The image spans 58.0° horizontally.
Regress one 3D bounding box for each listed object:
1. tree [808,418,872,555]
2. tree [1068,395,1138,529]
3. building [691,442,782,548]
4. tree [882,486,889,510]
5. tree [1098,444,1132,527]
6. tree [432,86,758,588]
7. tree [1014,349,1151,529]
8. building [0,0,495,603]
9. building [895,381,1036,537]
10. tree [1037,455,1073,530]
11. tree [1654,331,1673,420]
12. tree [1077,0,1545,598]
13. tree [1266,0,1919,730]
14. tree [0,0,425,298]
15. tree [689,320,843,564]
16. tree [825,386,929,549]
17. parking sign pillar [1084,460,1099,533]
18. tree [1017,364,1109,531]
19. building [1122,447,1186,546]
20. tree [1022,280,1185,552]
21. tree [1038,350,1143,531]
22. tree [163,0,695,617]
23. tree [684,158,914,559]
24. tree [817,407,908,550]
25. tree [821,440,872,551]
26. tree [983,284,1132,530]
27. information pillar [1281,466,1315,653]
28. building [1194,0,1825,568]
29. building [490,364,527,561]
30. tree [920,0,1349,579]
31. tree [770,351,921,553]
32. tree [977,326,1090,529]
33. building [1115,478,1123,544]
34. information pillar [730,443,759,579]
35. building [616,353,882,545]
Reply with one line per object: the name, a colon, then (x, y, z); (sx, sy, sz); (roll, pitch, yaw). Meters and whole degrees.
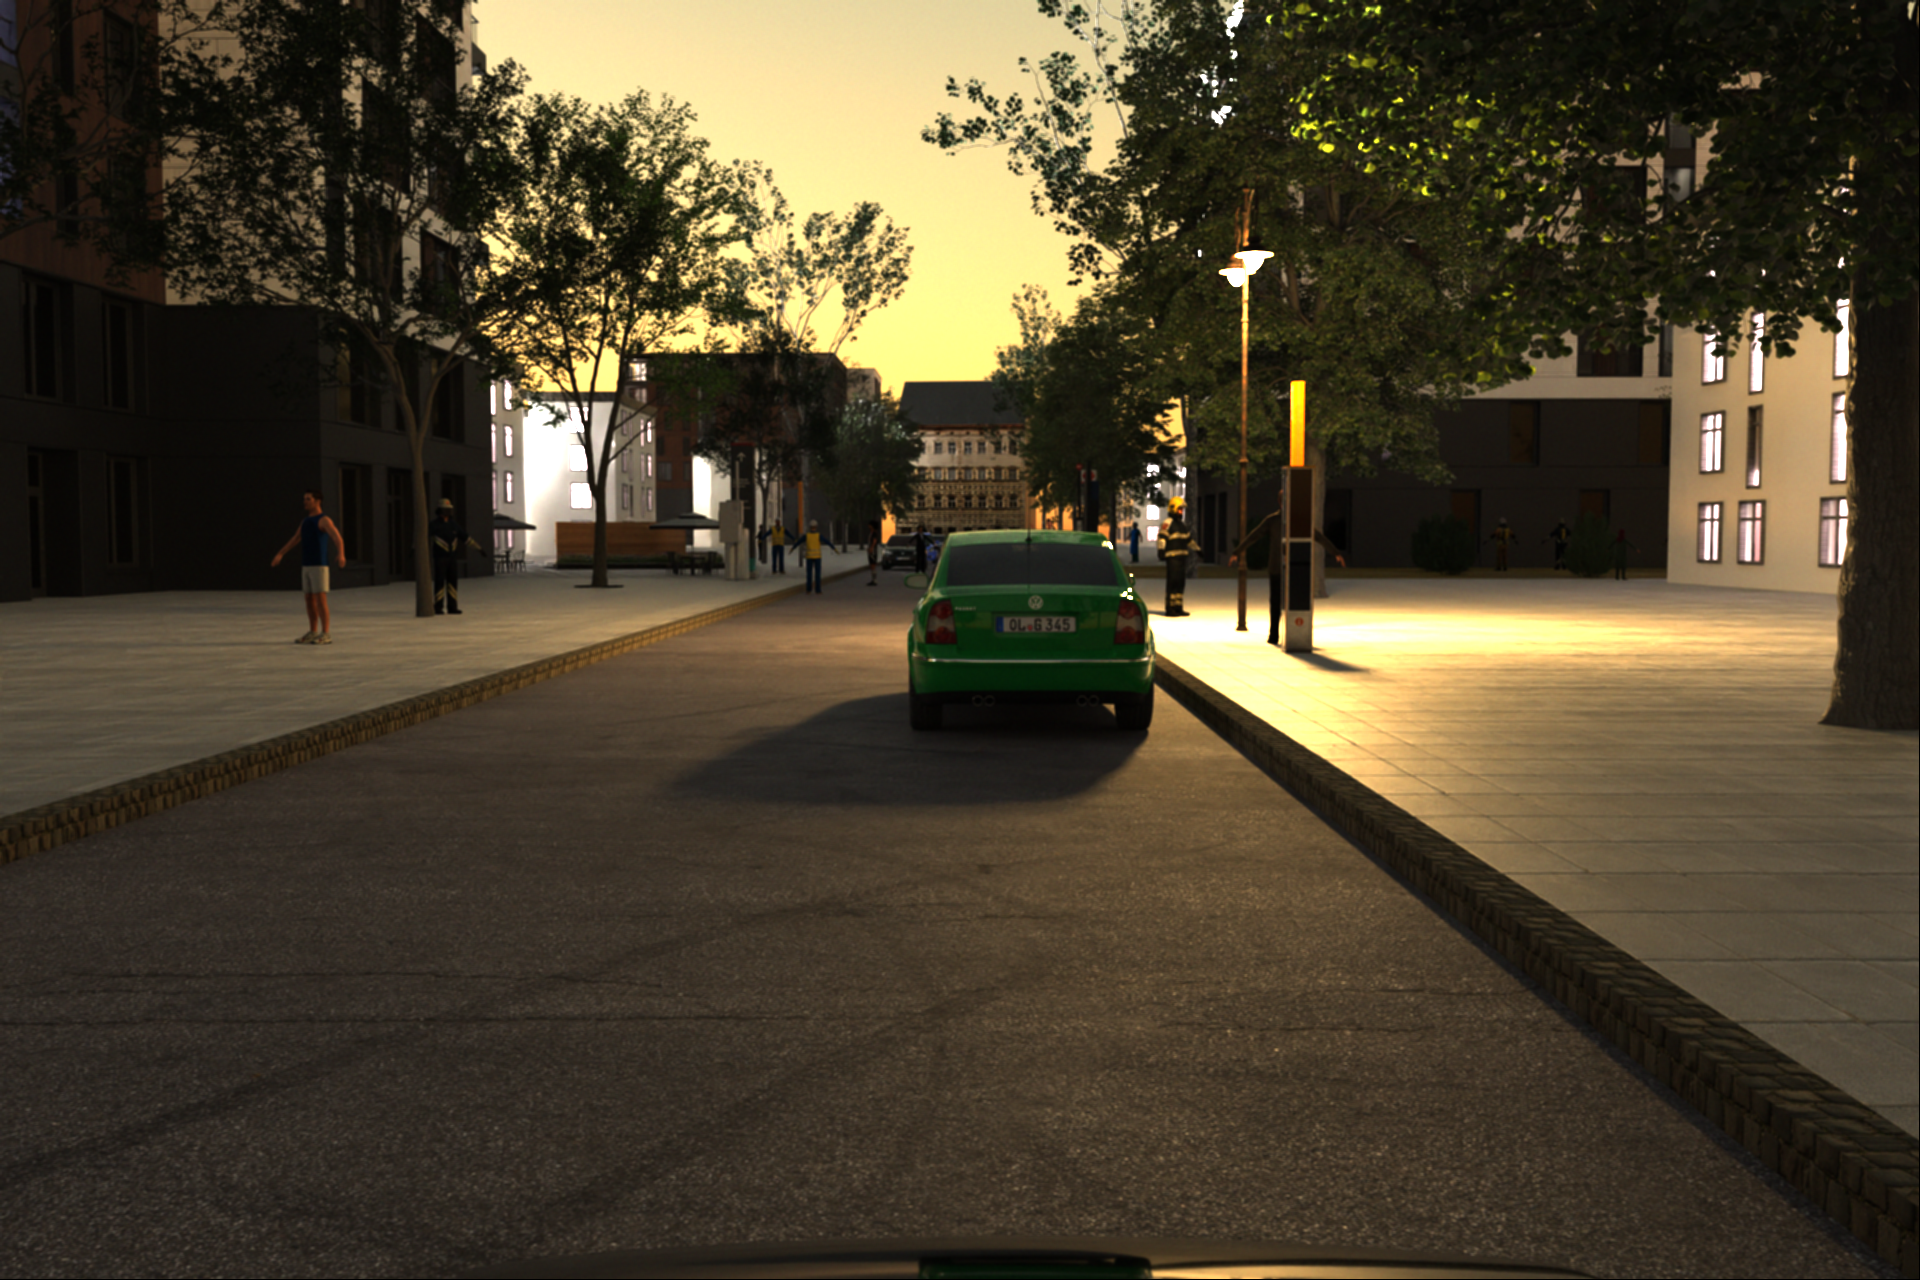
tree: (-7.813, -9.410, 104.212); (4.360, 8.622, 3.978); (0, 3, 0)
tree: (6.574, -8.396, 87.629); (4.360, 8.622, 3.978); (0, 3, 0)
building: (-22.045, -14.024, 171.444); (9.099, 9.664, 28.070); (0, 3, 0)
tree: (-11.240, -18.190, 247.760); (4.360, 8.622, 3.978); (0, 3, 0)
tree: (22.237, -20.457, 241.120); (9.857, 13.997, 8.962); (0, 3, 0)
tree: (-8.654, -7.057, 41.145); (9.928, 11.665, 9.643); (0, 3, 0)
tree: (6.855, -10.453, 96.669); (9.928, 11.665, 9.643); (0, 3, 0)
building: (-28.308, -11.769, 36.392); (27.936, 21.610, 32.646); (0, 4, 0)
building: (1.122, -25.294, 246.948); (18.063, 23.208, 19.493); (0, 4, 7)
tree: (7.133, -10.473, 121.593); (4.737, 8.622, 4.395); (0, 3, 0)
tree: (25.180, -6.614, 58.506); (4.360, 8.622, 3.978); (0, 3, 0)
tree: (7.090, -7.822, 34.549); (9.857, 13.997, 8.962); (0, 3, 0)
tree: (6.124, -6.390, 11.125); (9.857, 13.997, 8.962); (0, 3, 0)
tree: (-9.105, -4.944, 15.244); (8.767, 10.594, 7.601); (-2, 4, -33)
tree: (-8.216, -8.588, 74.824); (7.601, 10.594, 8.767); (-3, 5, -45)
tree: (-7.494, -14.788, 148.439); (9.857, 13.997, 8.962); (0, 3, 0)
parking sign pillar: (4.814, -4.597, 63.630); (1.447, 3.967, 1.447); (0, 4, 0)
tree: (7.162, -11.864, 112.107); (7.486, 12.596, 7.792); (0, 3, 0)
building: (22.451, -14.559, 180.183); (9.099, 9.664, 28.070); (0, 4, 1)
tree: (6.516, -9.778, 77.993); (7.486, 12.596, 7.792); (0, 3, 0)
tree: (4.864, -7.276, 69.332); (4.360, 8.622, 3.978); (0, 3, 0)
tree: (-8.311, -5.655, 26.879); (8.767, 10.594, 7.601); (0, 4, -7)
tree: (-9.532, -14.312, 89.894); (12.611, 20.169, 13.585); (0, 3, 0)
tree: (-7.851, -13.057, 139.240); (9.928, 11.665, 9.643); (0, 3, 0)
tree: (-8.361, -10.833, 127.474); (4.360, 8.622, 3.978); (0, 3, 0)
tree: (6.307, -16.981, 133.533); (12.611, 20.169, 13.585); (0, 3, 0)
information pillar: (3.662, -0.874, 18.782); (0.304, 2.012, 0.304); (0, 4, 1)
building: (24.628, -14.531, 81.551); (27.936, 21.610, 32.646); (0, 4, 0)
building: (-26.153, -8.817, 86.303); (9.099, 9.664, 28.070); (0, 4, 1)
tree: (5.679, -11.886, 50.231); (12.611, 20.169, 13.585); (0, 3, 0)
tree: (-7.839, -12.601, 116.401); (12.009, 13.543, 11.850); (0, 3, 0)
tree: (7.678, -18.368, 156.204); (12.611, 20.169, 13.585); (0, 3, 0)
building: (24.664, -16.801, 216.841); (9.099, 9.664, 28.070); (0, 4, 0)
information pillar: (-6.170, -3.668, 49.350); (0.750, 3.857, 0.750); (0, 4, 0)
building: (-24.465, -22.474, 211.417); (27.936, 21.610, 32.646); (0, 4, 1)
